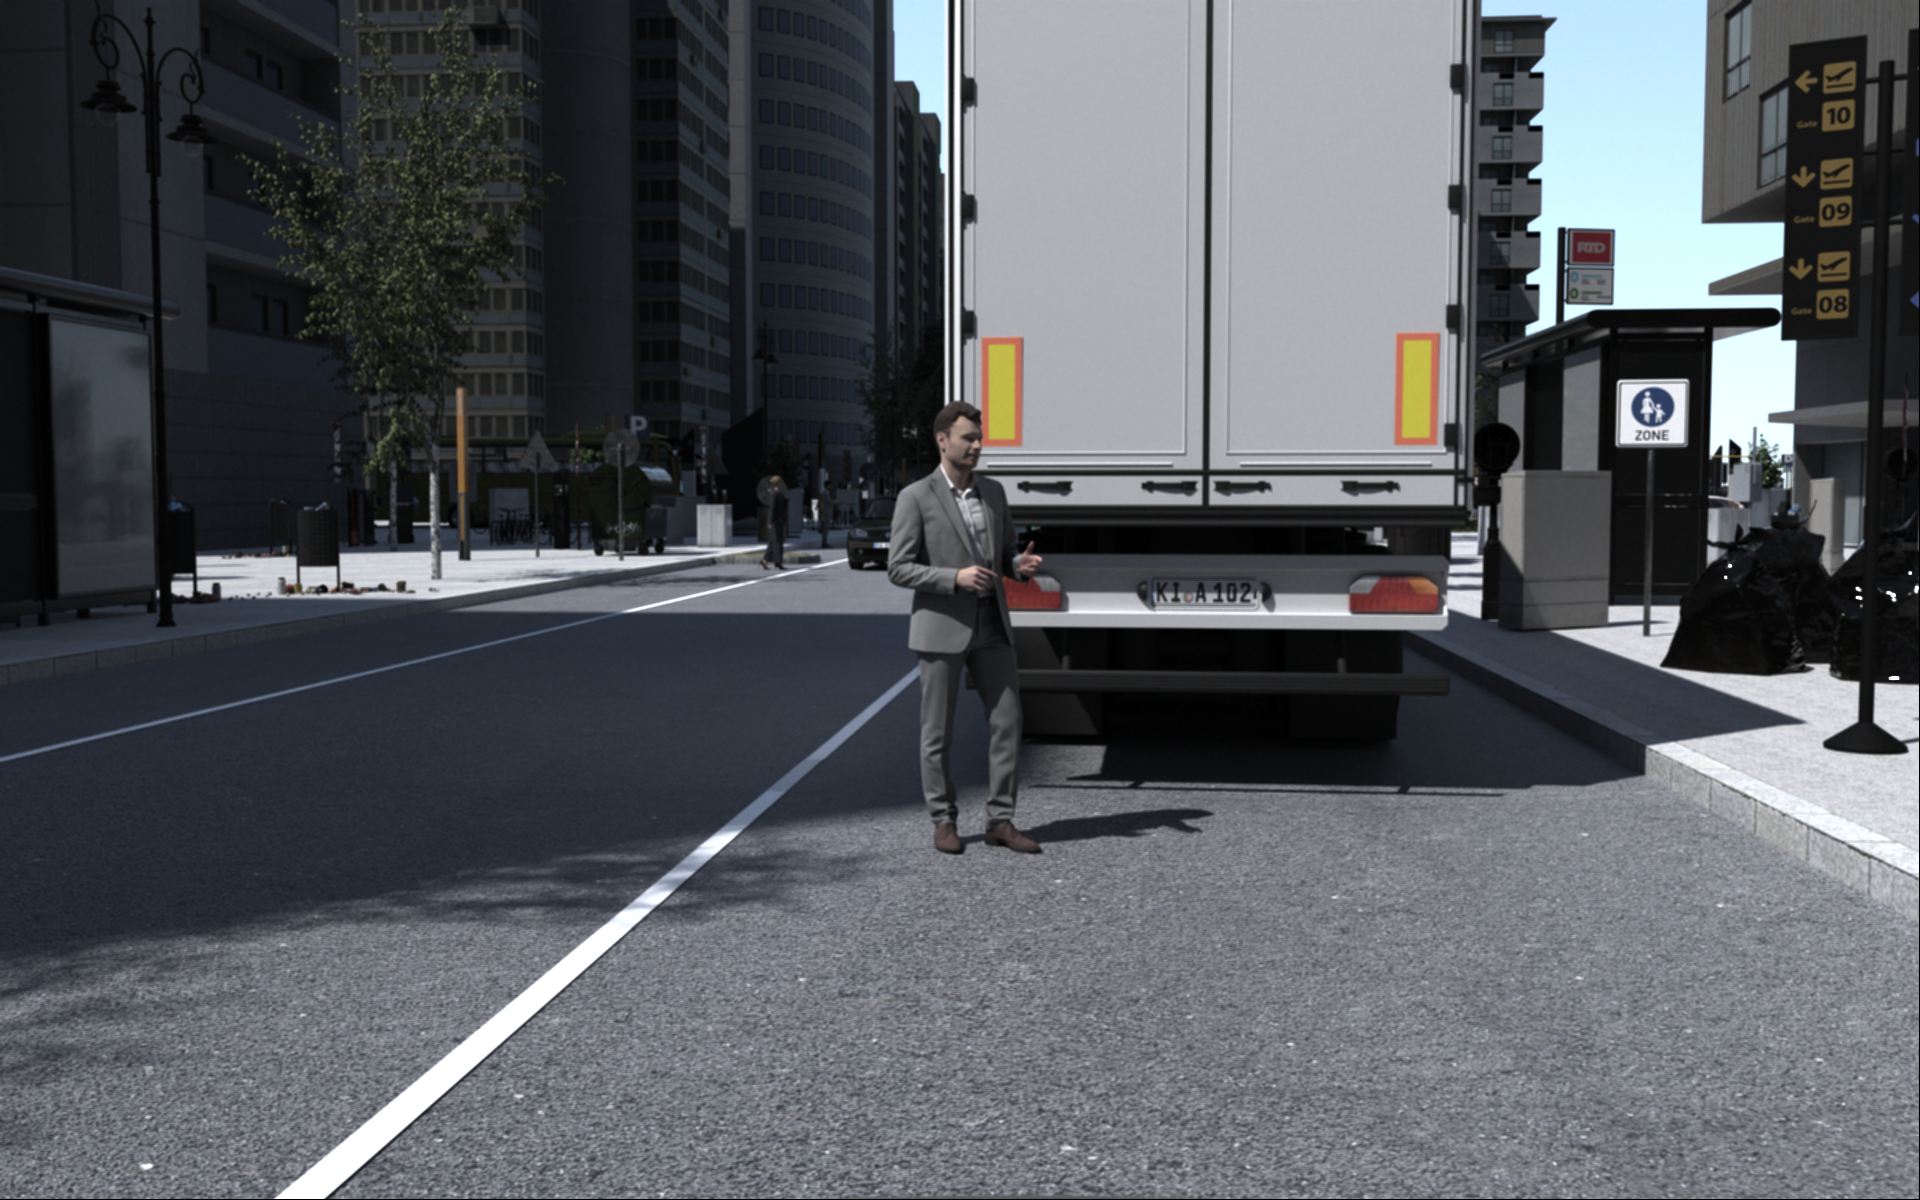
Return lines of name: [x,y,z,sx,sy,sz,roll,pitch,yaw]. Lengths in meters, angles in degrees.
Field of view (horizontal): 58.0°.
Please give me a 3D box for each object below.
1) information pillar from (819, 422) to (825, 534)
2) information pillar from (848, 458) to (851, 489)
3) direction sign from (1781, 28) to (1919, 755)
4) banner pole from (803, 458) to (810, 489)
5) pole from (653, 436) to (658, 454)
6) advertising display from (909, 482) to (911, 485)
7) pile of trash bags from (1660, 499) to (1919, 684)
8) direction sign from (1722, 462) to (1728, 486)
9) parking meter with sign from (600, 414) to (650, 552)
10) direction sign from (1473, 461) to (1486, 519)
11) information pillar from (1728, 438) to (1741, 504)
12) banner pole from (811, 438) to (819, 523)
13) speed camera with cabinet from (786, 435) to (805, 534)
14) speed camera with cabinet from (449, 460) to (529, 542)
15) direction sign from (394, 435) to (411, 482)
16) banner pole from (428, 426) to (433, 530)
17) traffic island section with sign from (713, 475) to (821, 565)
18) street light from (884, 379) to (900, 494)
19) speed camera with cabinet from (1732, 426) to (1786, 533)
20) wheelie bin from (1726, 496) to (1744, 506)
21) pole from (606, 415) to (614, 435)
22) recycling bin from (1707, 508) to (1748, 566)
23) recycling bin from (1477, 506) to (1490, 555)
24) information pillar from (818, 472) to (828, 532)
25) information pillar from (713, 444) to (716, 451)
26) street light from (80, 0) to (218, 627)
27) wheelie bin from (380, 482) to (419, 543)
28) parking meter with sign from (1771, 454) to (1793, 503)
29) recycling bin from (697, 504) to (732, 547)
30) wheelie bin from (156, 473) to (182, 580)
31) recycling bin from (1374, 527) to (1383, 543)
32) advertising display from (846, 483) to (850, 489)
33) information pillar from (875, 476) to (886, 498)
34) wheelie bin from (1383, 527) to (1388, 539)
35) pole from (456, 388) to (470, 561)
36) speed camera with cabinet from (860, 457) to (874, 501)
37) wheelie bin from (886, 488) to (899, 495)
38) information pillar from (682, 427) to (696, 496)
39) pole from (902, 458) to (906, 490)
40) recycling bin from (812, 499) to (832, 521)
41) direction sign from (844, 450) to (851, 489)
information pillar: [-4.457,-3.955,56.019,0.183,3.616,0.504,1,4,10]
information pillar: [-7.191,-7.381,112.026,0.183,3.616,0.504,-2,4,-33]
direction sign: [4.549,-1.015,8.599,0.876,3.537,0.379,2,4,33]
banner pole: [-9.283,-7.111,106.280,0.863,3.779,0.401,-1,4,-12]
pole: [-10.690,-4.103,60.930,0.158,3.312,0.155,0,3,0]
advertising display: [-1.860,-4.504,78.853,0.974,1.923,0.123,1,4,18]
pile of trash bags: [6.979,-0.207,13.144,3.447,1.369,1.912,-3,4,-38]
direction sign: [54.786,-8.081,124.124,0.876,3.537,0.379,-3,5,-45]
parking meter with sign: [-7.551,-2.594,38.668,0.543,3.016,1.738,-3,4,-36]
direction sign: [23.856,-5.365,79.709,0.379,3.537,0.876,-2,4,-27]
information pillar: [32.596,-4.990,72.944,0.504,3.616,0.183,1,4,9]
banner pole: [-6.258,-5.357,77.604,0.401,3.779,0.863,-1,4,-21]
speed camera with cabinet: [-5.454,-3.844,57.187,0.660,3.252,2.038,0,4,-3]
speed camera with cabinet: [-12.843,-3.234,47.213,2.038,3.252,0.660,-2,4,-25]
direction sign: [-20.497,-4.385,63.699,0.379,3.537,0.876,2,4,25]
banner pole: [-18.856,-4.392,61.831,0.401,3.779,0.863,0,4,-2]
traffic island section with sign: [-3.980,-1.686,36.195,1.989,1.847,2.006,0,4,5]
street light: [-2.714,-5.939,69.896,0.468,5.910,1.993,0,4,5]
speed camera with cabinet: [23.684,-3.483,51.283,2.038,3.252,0.660,-3,4,-36]
wheelie bin: [38.007,-4.697,84.701,0.980,1.594,0.693,1,4,14]
pole: [-9.010,-3.110,44.688,0.158,3.312,0.155,0,3,0]
recycling bin: [13.536,-1.125,30.945,0.722,1.027,0.722,-1,4,-18]
recycling bin: [11.321,-1.449,36.253,0.722,1.027,0.722,-1,4,-9]
information pillar: [-4.644,-3.309,58.601,0.304,2.012,0.304,0,4,3]
information pillar: [-11.454,-5.450,80.464,0.183,3.616,0.504,-2,4,-26]
street light: [-7.699,-2.681,16.621,0.468,5.910,1.993,0,4,5]
wheelie bin: [-14.642,-2.284,45.249,0.980,1.594,0.693,-1,4,-18]
parking meter with sign: [36.058,-4.913,76.583,0.543,3.016,1.738,0,4,-8]
recycling bin: [-5.939,-1.798,41.946,0.722,1.027,0.722,0,4,4]
wheelie bin: [-12.133,-1.101,25.918,0.980,1.594,0.693,-1,4,-14]
recycling bin: [10.747,-2.022,45.622,0.722,1.027,0.722,0,4,7]
advertising display: [-6.507,-5.843,100.742,0.123,1.923,0.974,0,4,3]
information pillar: [-3.181,-3.924,68.642,0.304,2.012,0.304,-2,4,-31]
wheelie bin: [12.121,-2.548,49.560,0.980,1.594,0.693,2,4,31]
pole: [-9.581,-2.420,33.404,0.158,3.312,0.155,0,3,0]
speed camera with cabinet: [-5.481,-5.980,92.108,2.038,3.252,0.660,2,4,32]
wheelie bin: [-3.221,-4.615,83.360,0.693,1.594,0.980,-2,4,-30]
information pillar: [-9.458,-4.229,60.504,0.504,3.616,0.183,1,4,15]
pole: [-3.133,-6.323,97.230,0.158,3.312,0.155,0,3,0]
recycling bin: [-6.617,-4.303,82.915,0.722,1.027,0.722,-2,4,-33]
direction sign: [-5.828,-5.961,89.451,0.379,3.537,0.876,1,4,18]
